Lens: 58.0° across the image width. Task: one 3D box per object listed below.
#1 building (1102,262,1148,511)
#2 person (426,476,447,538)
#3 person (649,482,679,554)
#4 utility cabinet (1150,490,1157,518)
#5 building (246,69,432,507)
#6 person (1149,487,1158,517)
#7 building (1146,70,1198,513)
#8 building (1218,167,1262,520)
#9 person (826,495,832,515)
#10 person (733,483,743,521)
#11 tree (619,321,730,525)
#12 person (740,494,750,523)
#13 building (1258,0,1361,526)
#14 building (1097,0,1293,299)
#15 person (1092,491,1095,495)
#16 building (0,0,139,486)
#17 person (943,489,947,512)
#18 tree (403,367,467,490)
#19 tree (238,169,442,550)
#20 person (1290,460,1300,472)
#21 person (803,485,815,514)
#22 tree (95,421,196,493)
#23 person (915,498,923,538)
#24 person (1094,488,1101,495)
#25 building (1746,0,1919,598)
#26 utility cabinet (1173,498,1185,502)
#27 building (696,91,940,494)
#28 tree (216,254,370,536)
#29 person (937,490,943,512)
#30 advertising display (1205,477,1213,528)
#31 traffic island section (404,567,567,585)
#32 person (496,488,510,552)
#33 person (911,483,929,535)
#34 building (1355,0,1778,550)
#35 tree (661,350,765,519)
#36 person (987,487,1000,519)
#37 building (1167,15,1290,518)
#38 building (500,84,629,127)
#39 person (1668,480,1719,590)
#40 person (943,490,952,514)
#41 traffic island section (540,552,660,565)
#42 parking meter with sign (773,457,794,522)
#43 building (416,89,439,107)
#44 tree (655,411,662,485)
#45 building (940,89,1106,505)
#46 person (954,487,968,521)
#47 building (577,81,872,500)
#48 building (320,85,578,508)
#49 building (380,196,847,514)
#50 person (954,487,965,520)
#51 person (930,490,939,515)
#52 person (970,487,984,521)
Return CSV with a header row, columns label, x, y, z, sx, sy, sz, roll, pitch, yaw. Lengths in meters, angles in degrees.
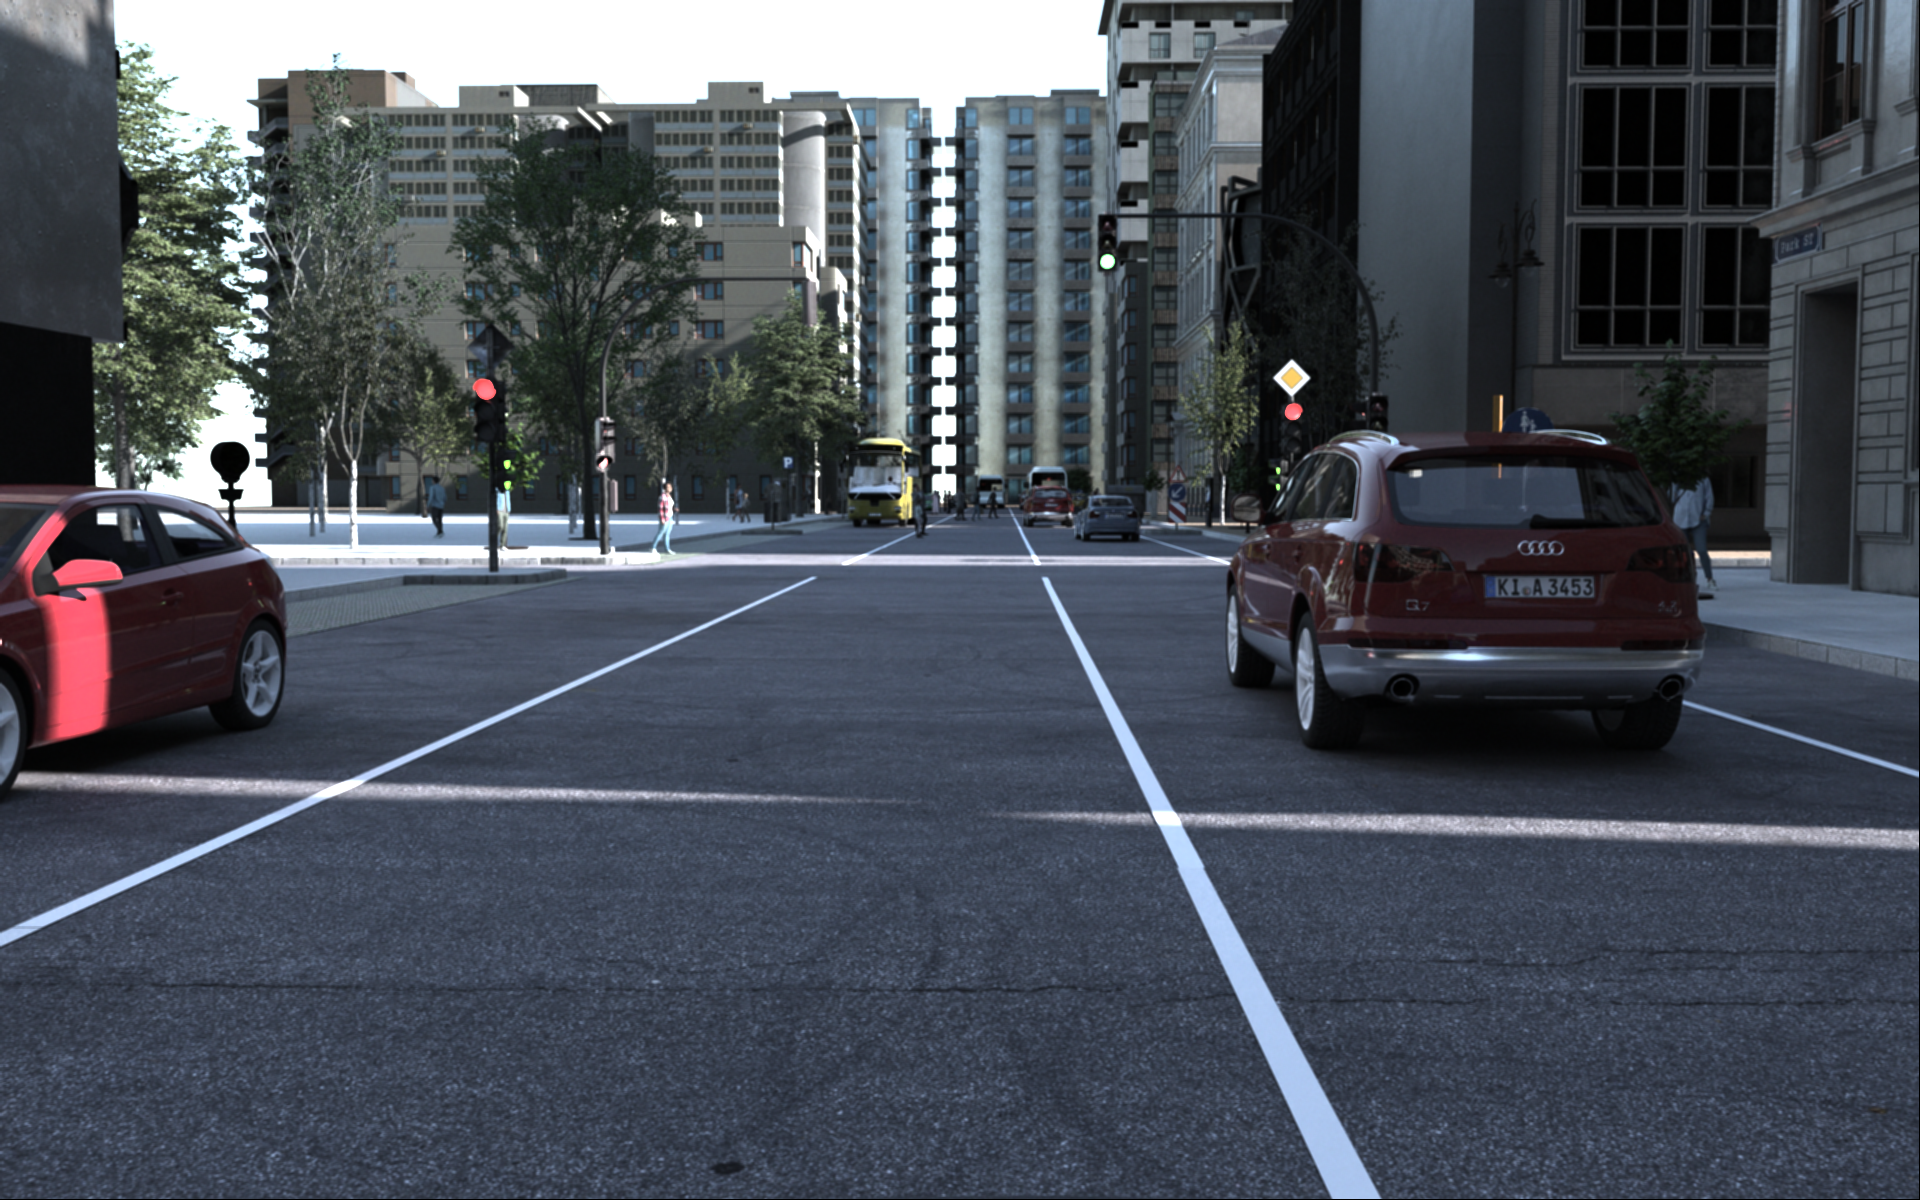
label,x,y,z,sx,sy,sz,roll,pitch,yaw
building,26.426,-18.231,143.115,27.650,21.520,28.899,0,4,1
person,-15.415,-2.758,51.154,0.620,1.820,0.660,1,4,23
person,-7.037,-1.949,41.197,0.643,1.720,0.563,1,4,16
utility cabinet,10.111,-5.003,90.478,0.318,1.500,1.173,0,4,4
building,-63.883,-32.429,180.327,14.200,45.320,14.600,0,4,1
person,10.888,-5.515,97.216,0.512,1.701,0.522,1,4,21
building,20.013,-21.396,121.528,14.160,30.474,14.107,0,4,1
building,20.743,-13.161,82.637,16.820,18.784,16.811,0,4,1
person,-7.835,-5.698,103.873,0.362,1.253,0.373,0,4,-4
person,-10.382,-4.576,80.960,0.778,1.811,0.616,2,4,33
tree,-11.697,-7.417,71.631,4.360,8.622,3.978,0,3,0
person,-9.612,-4.123,77.724,0.475,1.303,0.640,2,4,26
building,17.898,-14.129,60.682,12.332,23.373,15.834,0,4,1
building,28.518,-35.548,170.441,28.713,52.752,27.495,0,4,1
person,7.320,-5.167,94.793,0.330,1.601,0.589,-3,5,-43
building,-20.534,-9.253,18.746,16.811,18.784,16.820,0,4,1
person,-1.254,-8.156,141.854,0.705,1.823,1.348,0,4,-7
tree,-29.909,-9.111,99.321,4.737,8.622,4.395,0,3,0
tree,-14.035,-5.474,39.863,4.360,8.622,3.978,0,3,0
person,4.738,-0.989,24.031,0.474,1.900,0.648,0,4,-7
person,-9.689,-6.401,110.663,0.822,1.834,0.622,3,5,40
tree,-53.590,-8.298,98.572,11.467,7.101,20.602,1,4,10
person,-1.318,-2.680,56.600,0.394,1.301,0.425,-3,5,-43
person,7.186,-5.009,90.986,0.593,1.750,0.643,3,5,40
building,16.685,-10.942,15.066,11.583,22.565,21.152,0,4,1
utility cabinet,9.903,-4.116,78.455,0.306,1.237,1.020,-1,4,-9
building,-17.243,-36.020,208.533,30.456,49.044,23.786,0,4,1
tree,-19.892,-6.232,52.254,4.737,8.622,4.395,0,3,0
person,-1.642,-8.018,140.308,0.721,1.735,1.217,1,4,20
advertising display,9.575,-3.754,66.599,0.123,1.923,0.974,0,4,-4
traffic island section,-7.719,-0.387,28.610,2.009,0.180,2.903,0,4,1
person,-10.185,-1.958,38.406,0.444,1.785,0.601,3,4,36
person,-1.404,-3.166,60.441,0.592,1.802,0.473,-1,4,-19
building,23.592,-15.327,44.104,24.014,27.812,14.314,0,4,1
tree,-12.062,-8.420,88.032,4.737,8.622,4.395,0,3,0
person,2.011,-5.705,101.550,0.755,1.850,0.659,-1,4,-11
building,19.820,-19.259,100.790,13.634,28.700,20.117,0,4,1
building,-43.281,-35.766,208.468,21.600,48.544,21.300,0,4,1
person,9.821,-1.032,23.189,0.793,1.790,0.793,0,4,7
person,-0.886,-7.195,126.850,0.721,1.743,1.217,2,4,28
traffic island section,-7.525,-0.875,36.593,2.009,0.180,2.903,0,4,1
parking meter with sign,-8.337,-5.139,80.281,0.543,3.016,1.738,2,4,23
building,-64.899,-35.737,207.996,21.600,48.544,21.300,0,4,1
tree,-17.420,-9.278,102.052,4.737,8.622,4.395,0,3,0
building,13.504,-35.959,207.535,30.456,49.044,23.786,0,4,1
person,0.060,-5.216,93.887,0.767,1.812,0.694,0,4,2
building,-21.030,-29.184,169.042,23.993,40.220,32.217,0,4,1
building,-45.021,-29.280,170.606,23.993,40.220,32.217,0,4,1
building,-23.358,-17.228,126.713,27.650,21.520,28.899,0,4,1
person,-0.040,-5.273,94.909,0.606,1.804,0.583,0,4,5
person,-1.719,-6.792,120.212,0.621,1.740,0.551,2,4,32
person,0.905,-5.005,90.323,0.713,1.824,0.794,1,4,14
